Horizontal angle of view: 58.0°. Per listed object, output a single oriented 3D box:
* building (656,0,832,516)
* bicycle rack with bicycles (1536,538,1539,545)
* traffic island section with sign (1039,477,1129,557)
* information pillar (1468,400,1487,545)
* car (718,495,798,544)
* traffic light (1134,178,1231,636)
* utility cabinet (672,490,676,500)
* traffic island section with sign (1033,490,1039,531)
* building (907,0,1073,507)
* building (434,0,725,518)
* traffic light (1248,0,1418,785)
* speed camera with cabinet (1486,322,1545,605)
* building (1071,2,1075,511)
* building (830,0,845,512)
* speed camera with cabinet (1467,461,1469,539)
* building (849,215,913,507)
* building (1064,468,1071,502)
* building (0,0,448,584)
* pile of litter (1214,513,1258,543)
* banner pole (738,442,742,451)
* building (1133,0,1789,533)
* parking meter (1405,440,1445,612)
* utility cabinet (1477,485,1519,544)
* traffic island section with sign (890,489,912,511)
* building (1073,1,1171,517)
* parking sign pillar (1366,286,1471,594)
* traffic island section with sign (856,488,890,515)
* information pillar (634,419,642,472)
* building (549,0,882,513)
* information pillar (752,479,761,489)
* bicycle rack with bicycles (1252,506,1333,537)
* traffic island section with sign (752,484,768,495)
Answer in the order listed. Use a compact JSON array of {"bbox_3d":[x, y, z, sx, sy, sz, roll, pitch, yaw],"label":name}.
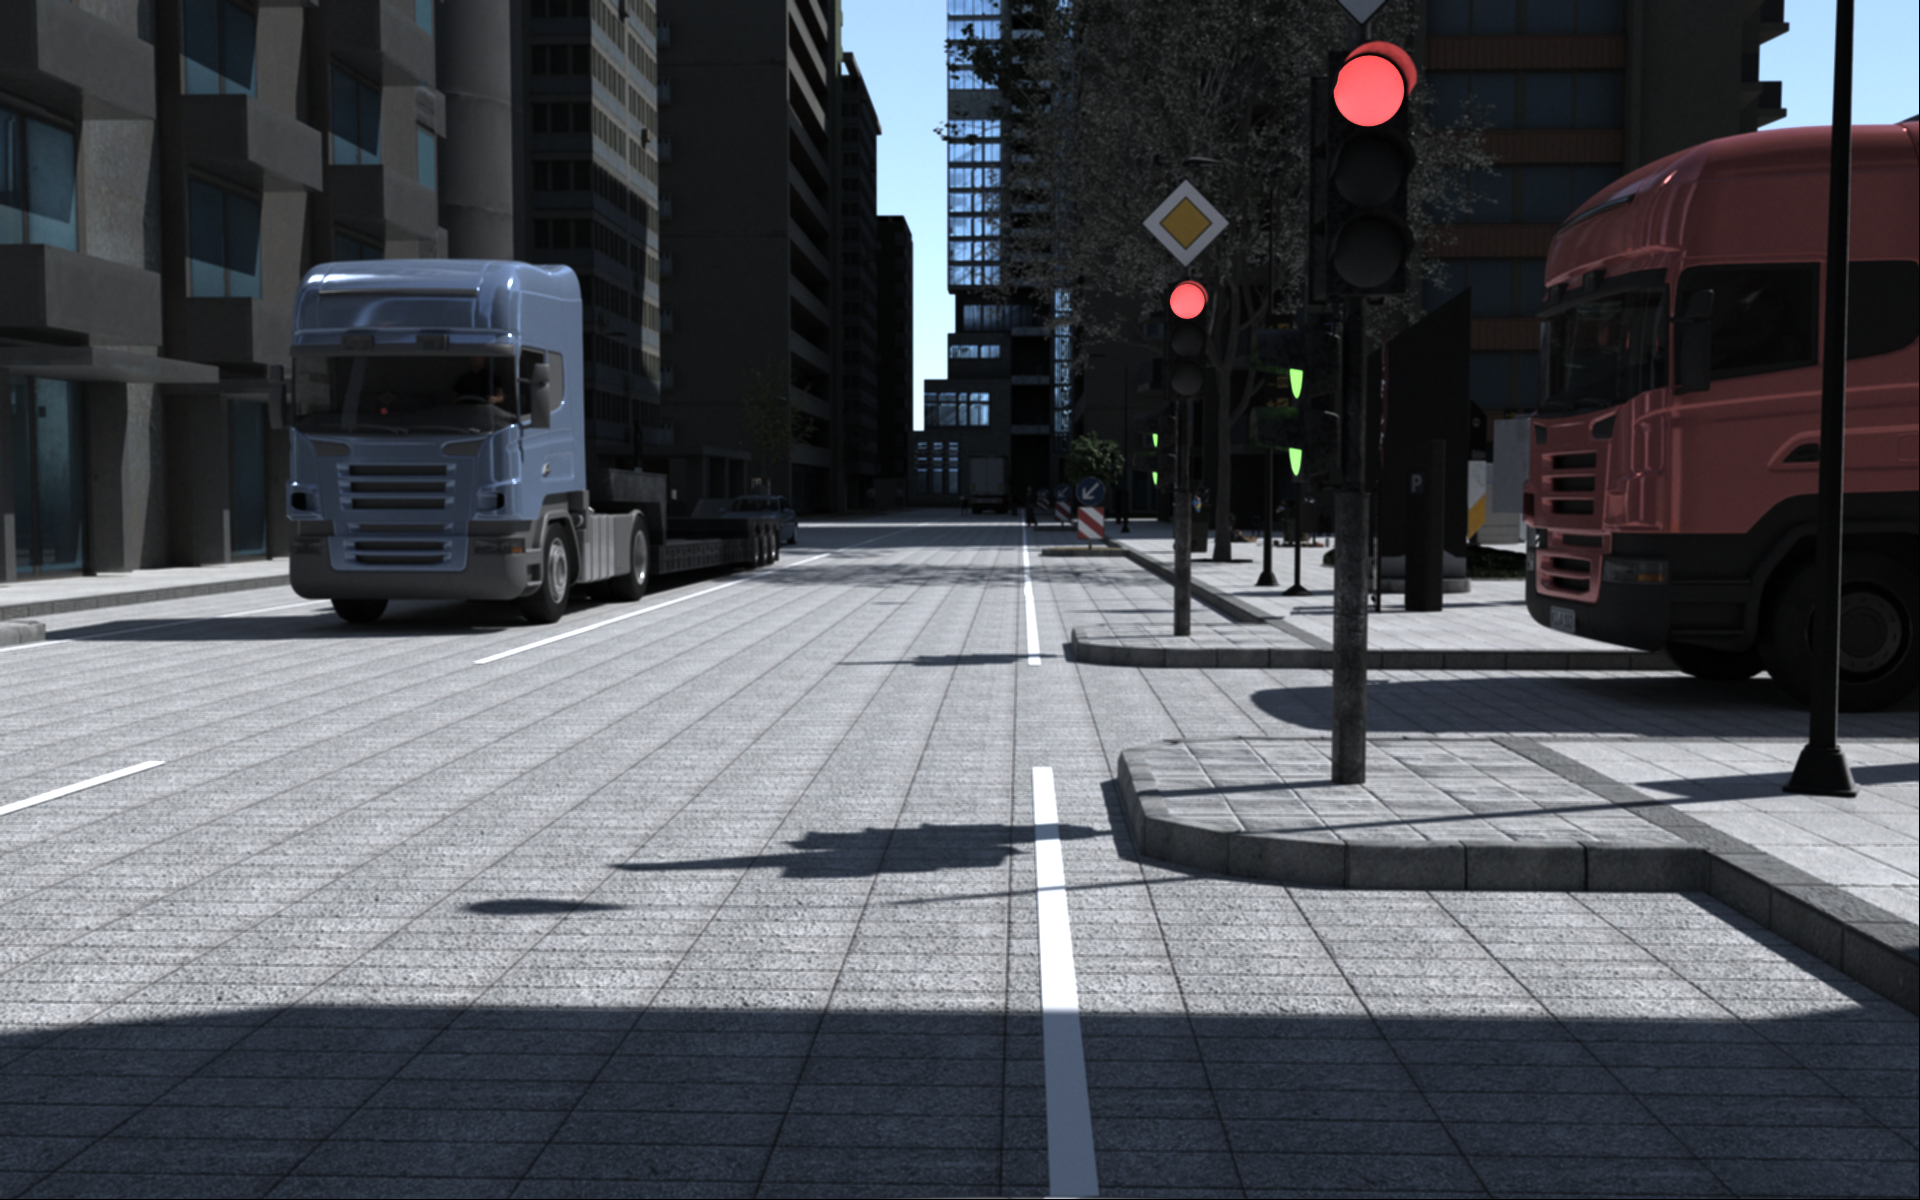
[{"bbox_3d":[-19.386,-29.253,101.981,21.300,48.544,21.600,0,4,2],"label":"building"},{"bbox_3d":[11.497,-0.952,28.955,2.852,0.926,2.925,-2,4,-31],"label":"bicycle rack with bicycles"},{"bbox_3d":[2.912,-1.947,40.463,1.989,1.847,2.006,0,4,2],"label":"traffic island section with sign"},{"bbox_3d":[12.867,-3.166,43.113,0.504,3.616,0.183,-1,4,-23],"label":"information pillar"},{"bbox_3d":[-5.638,-2.221,48.320,2.014,1.417,4.499,0,4,4],"label":"car"},{"bbox_3d":[1.995,-1.631,15.585,0.839,4.253,0.868,0,4,2],"label":"traffic light"},{"bbox_3d":[-13.893,-4.594,83.791,0.318,1.500,1.173,0,4,-6],"label":"utility cabinet"},{"bbox_3d":[3.871,-3.595,67.402,1.989,1.847,2.006,0,4,2],"label":"traffic island section with sign"},{"bbox_3d":[10.541,-53.293,184.019,31.000,86.520,22.319,0,4,2],"label":"building"},{"bbox_3d":[-25.031,-22.902,66.329,32.217,40.220,23.993,0,4,2],"label":"building"},{"bbox_3d":[1.712,-1.143,7.605,0.839,4.253,0.868,0,4,2],"label":"traffic light"},{"bbox_3d":[7.255,-1.601,20.514,2.038,3.252,0.660,-2,4,-28],"label":"speed camera with cabinet"},{"bbox_3d":[19.000,-36.009,130.749,21.231,58.520,28.212,0,4,2],"label":"building"},{"bbox_3d":[-15.786,-26.714,120.371,14.154,41.232,14.086,0,4,2],"label":"building"},{"bbox_3d":[14.931,-3.299,48.274,0.660,3.252,2.038,-2,4,-24],"label":"speed camera with cabinet"},{"bbox_3d":[-12.170,-25.075,181.671,14.107,30.474,14.160,0,4,2],"label":"building"},{"bbox_3d":[19.950,-43.820,154.710,20.563,71.187,20.611,0,4,2],"label":"building"},{"bbox_3d":[-23.360,-25.151,30.820,23.786,49.044,30.456,0,4,2],"label":"building"},{"bbox_3d":[7.409,-1.990,46.500,1.176,0.858,1.719,1,4,11],"label":"pile of litter"},{"bbox_3d":[-10.590,-5.701,83.224,0.401,3.779,0.863,0,4,5],"label":"banner pole"},{"bbox_3d":[18.642,-25.335,68.854,22.147,44.769,28.867,0,4,2],"label":"building"},{"bbox_3d":[5.094,-0.813,19.003,0.255,1.863,0.399,-2,4,-24],"label":"parking meter"},{"bbox_3d":[13.579,-2.155,43.908,1.173,1.500,0.318,-1,4,-16],"label":"utility cabinet"},{"bbox_3d":[-5.089,-8.368,145.437,1.989,1.847,2.006,0,4,2],"label":"traffic island section with sign"},{"bbox_3d":[17.991,-29.498,105.993,21.300,48.544,21.600,0,4,2],"label":"building"},{"bbox_3d":[6.022,-2.102,22.838,1.447,3.967,1.447,1,4,14],"label":"parking sign pillar"},{"bbox_3d":[-6.049,-6.720,118.499,1.989,1.847,2.006,0,4,2],"label":"traffic island section with sign"},{"bbox_3d":[-10.079,-3.848,54.276,0.183,3.616,0.504,0,4,7],"label":"information pillar"},{"bbox_3d":[-19.332,-28.142,152.002,23.993,40.220,32.217,0,4,2],"label":"building"},{"bbox_3d":[-9.713,-4.783,82.692,0.304,2.012,0.304,2,4,35],"label":"information pillar"},{"bbox_3d":[10.102,-2.435,53.201,2.852,0.926,2.925,0,4,5],"label":"bicycle rack with bicycles"},{"bbox_3d":[-7.842,-3.623,67.867,1.989,1.847,2.006,0,4,2],"label":"traffic island section with sign"}]
